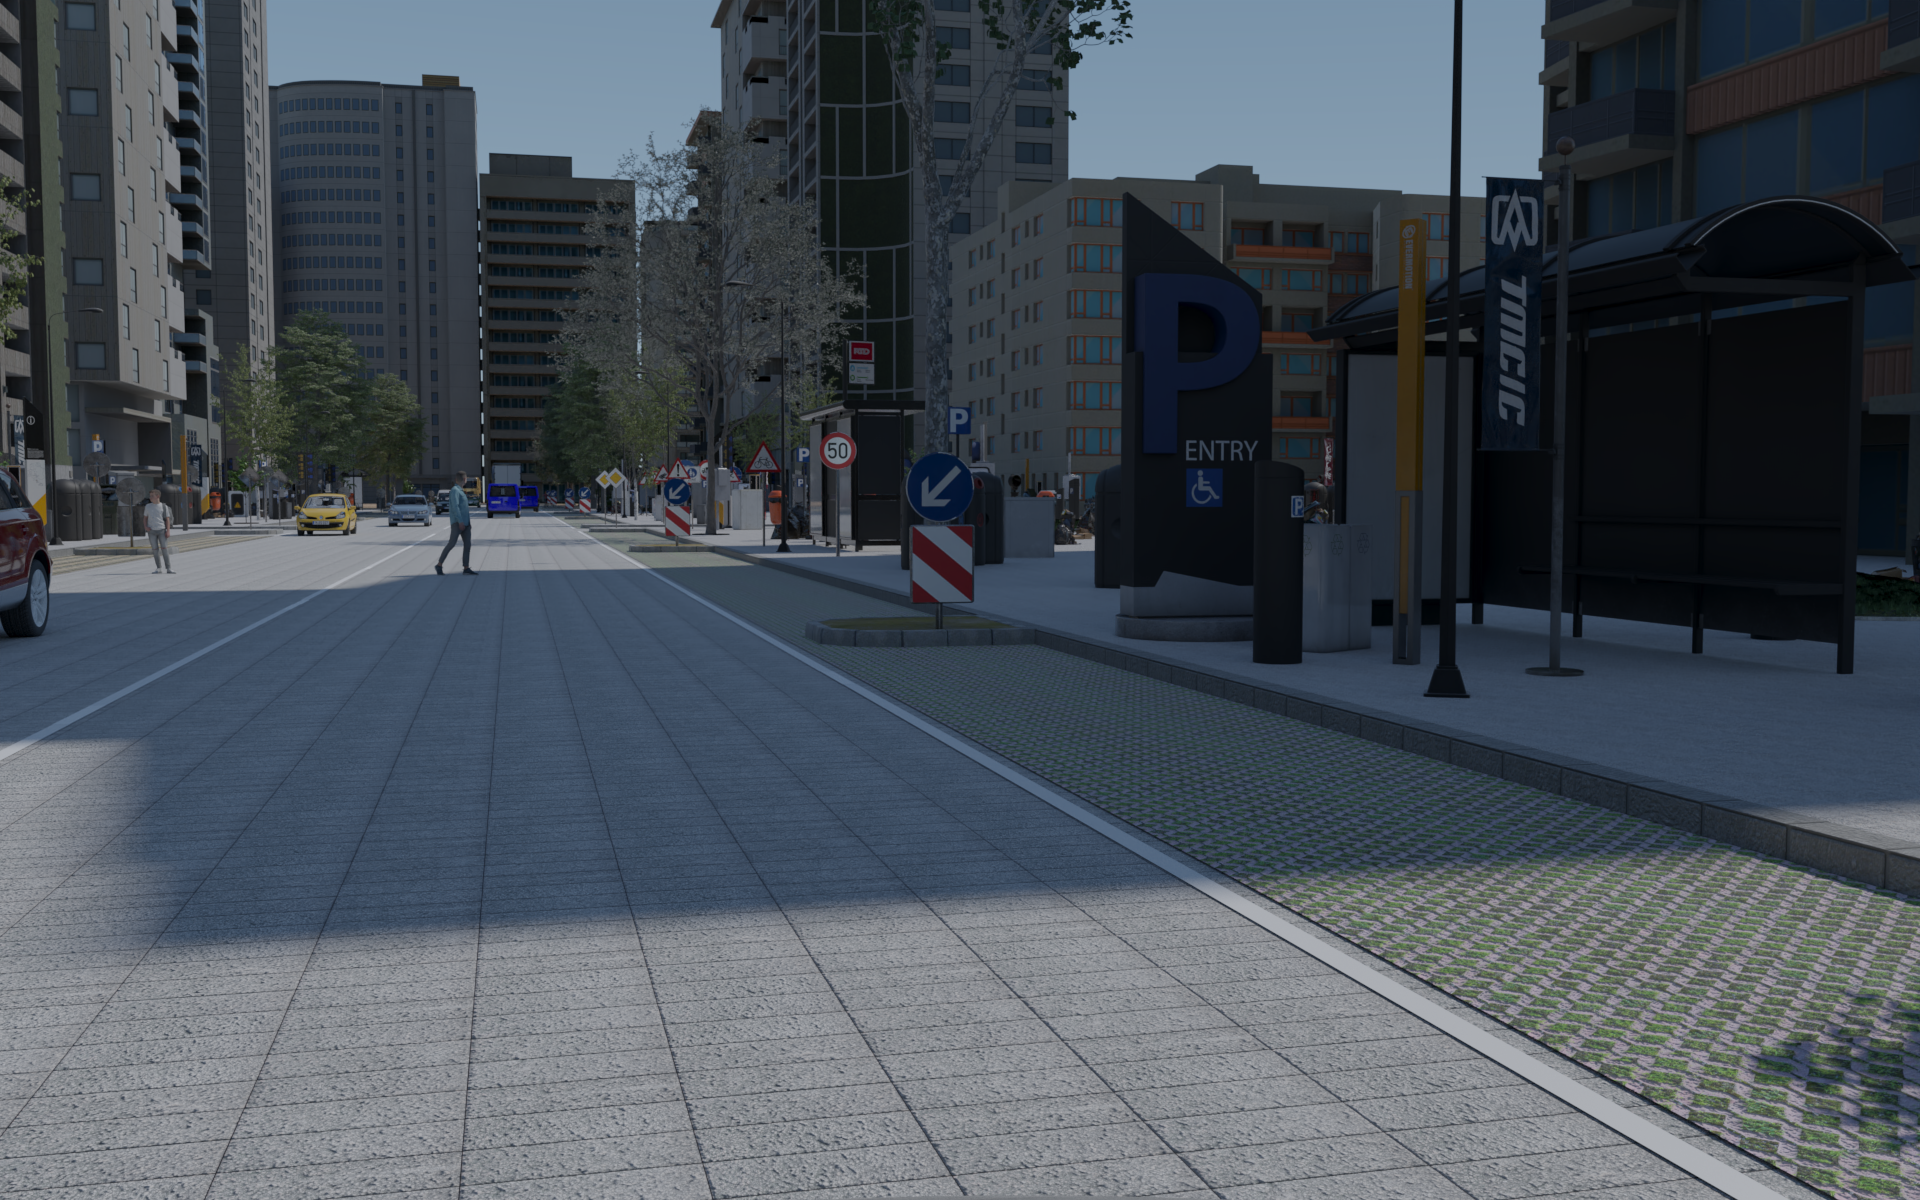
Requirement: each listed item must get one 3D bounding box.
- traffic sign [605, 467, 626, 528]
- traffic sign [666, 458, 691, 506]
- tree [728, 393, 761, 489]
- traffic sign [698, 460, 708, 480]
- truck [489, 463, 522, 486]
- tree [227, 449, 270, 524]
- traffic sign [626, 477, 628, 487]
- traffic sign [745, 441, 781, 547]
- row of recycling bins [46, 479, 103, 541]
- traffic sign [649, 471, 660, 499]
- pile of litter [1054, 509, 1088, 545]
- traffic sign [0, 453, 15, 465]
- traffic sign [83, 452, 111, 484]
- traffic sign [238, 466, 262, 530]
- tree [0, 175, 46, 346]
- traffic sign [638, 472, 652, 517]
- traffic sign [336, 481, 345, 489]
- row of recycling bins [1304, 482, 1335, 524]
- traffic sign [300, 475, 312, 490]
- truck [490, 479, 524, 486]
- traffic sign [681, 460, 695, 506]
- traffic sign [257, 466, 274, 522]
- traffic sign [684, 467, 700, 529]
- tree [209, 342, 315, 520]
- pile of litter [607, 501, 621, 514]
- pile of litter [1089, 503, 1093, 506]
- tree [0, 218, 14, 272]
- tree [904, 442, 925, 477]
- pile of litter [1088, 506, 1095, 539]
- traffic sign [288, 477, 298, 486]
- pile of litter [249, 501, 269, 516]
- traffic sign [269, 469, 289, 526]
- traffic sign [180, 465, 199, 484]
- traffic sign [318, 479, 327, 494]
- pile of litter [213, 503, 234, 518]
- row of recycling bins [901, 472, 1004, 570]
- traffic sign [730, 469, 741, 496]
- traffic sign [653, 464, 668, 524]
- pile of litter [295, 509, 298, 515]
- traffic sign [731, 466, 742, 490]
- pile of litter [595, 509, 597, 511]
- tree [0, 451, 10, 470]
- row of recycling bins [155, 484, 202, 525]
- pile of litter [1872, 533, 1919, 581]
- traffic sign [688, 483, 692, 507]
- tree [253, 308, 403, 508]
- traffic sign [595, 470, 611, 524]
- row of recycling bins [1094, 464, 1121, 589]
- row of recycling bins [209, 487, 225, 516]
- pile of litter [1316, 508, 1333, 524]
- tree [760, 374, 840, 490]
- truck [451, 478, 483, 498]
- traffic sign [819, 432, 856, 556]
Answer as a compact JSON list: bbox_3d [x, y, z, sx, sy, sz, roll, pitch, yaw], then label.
[{"bbox_3d":[-12.984,-3.775,65.364,0.795,2.450,0.064,-1,4,-14],"label":"traffic sign"},{"bbox_3d":[-10.028,-3.772,61.676,0.884,2.594,0.081,0,4,-7],"label":"traffic sign"},{"bbox_3d":[-14.163,-10.455,121.304,4.737,8.622,4.395,0,3,0],"label":"tree"},{"bbox_3d":[-9.330,-3.914,64.096,0.768,2.556,0.104,-1,4,-10],"label":"traffic sign"},{"bbox_3d":[-42.470,-10.588,162.030,2.839,4.237,11.283,-1,4,-16],"label":"truck"},{"bbox_3d":[-30.950,-4.906,74.814,1.663,3.219,1.824,0,3,0],"label":"tree"},{"bbox_3d":[-25.381,-8.027,131.339,0.768,2.556,0.104,-1,4,-11],"label":"traffic sign"},{"bbox_3d":[-4.798,-2.588,42.312,0.884,2.594,0.081,-1,4,-13],"label":"traffic sign"},{"bbox_3d":[-24.732,-2.531,48.496,1.069,1.692,3.534,-1,4,-15],"label":"row of recycling bins"},{"bbox_3d":[-16.437,-5.715,93.547,0.768,2.556,0.104,-1,4,-10],"label":"traffic sign"},{"bbox_3d":[2.193,-1.839,44.040,1.719,0.858,1.176,2,4,23],"label":"pile of litter"},{"bbox_3d":[-29.378,-3.260,53.412,0.768,2.556,0.104,-1,4,-8],"label":"traffic sign"},{"bbox_3d":[-25.946,-3.180,52.105,0.768,2.556,0.104,-1,4,-12],"label":"traffic sign"},{"bbox_3d":[-25.475,-3.580,62.171,0.795,2.450,0.064,-1,4,-14],"label":"traffic sign"},{"bbox_3d":[-20.976,-5.210,35.541,4.737,8.622,4.395,0,3,0],"label":"tree"},{"bbox_3d":[-17.891,-6.040,98.753,0.884,2.594,0.081,0,4,-7],"label":"traffic sign"},{"bbox_3d":[-48.450,-8.156,135.477,0.606,2.300,0.079,-1,4,-9],"label":"traffic sign"},{"bbox_3d":[13.569,-3.255,60.334,3.534,1.692,1.069,-1,4,-17],"label":"row of recycling bins"},{"bbox_3d":[-43.601,-7.056,115.476,0.768,2.556,0.104,-1,4,-12],"label":"traffic sign"},{"bbox_3d":[-47.005,-11.218,179.335,3.469,3.379,9.791,-1,4,-13],"label":"truck"},{"bbox_3d":[-10.164,-3.917,64.150,0.768,2.556,0.104,-1,4,-8],"label":"traffic sign"},{"bbox_3d":[-31.526,-4.802,78.624,0.768,2.556,0.104,-1,4,-12],"label":"traffic sign"},{"bbox_3d":[-9.789,-3.743,63.328,0.606,2.300,0.079,-1,4,-9],"label":"traffic sign"},{"bbox_3d":[-34.113,-8.171,83.956,4.737,8.622,4.395,0,3,0],"label":"tree"},{"bbox_3d":[-22.179,-6.035,112.634,1.719,0.858,1.176,1,4,21],"label":"pile of litter"},{"bbox_3d":[6.046,-4.073,80.566,1.719,0.858,1.176,0,4,-6],"label":"pile of litter"},{"bbox_3d":[-18.965,-5.625,26.374,8.767,10.594,7.601,-1,4,-18],"label":"tree"},{"bbox_3d":[-1.208,-4.186,63.040,1.663,3.219,1.824,0,3,0],"label":"tree"},{"bbox_3d":[3.334,-2.176,49.544,1.176,0.858,1.719,2,4,33],"label":"pile of litter"},{"bbox_3d":[-49.561,-7.867,128.729,0.768,2.556,0.104,-1,4,-9],"label":"traffic sign"},{"bbox_3d":[-41.362,-5.390,102.087,1.176,0.858,1.719,0,4,-4],"label":"pile of litter"},{"bbox_3d":[-27.472,-4.053,69.903,0.795,2.450,0.064,-1,4,-14],"label":"traffic sign"},{"bbox_3d":[-33.836,-4.647,76.079,0.768,2.556,0.104,0,4,-7],"label":"traffic sign"},{"bbox_3d":[-49.467,-8.136,134.211,0.795,2.450,0.064,-1,4,-10],"label":"traffic sign"},{"bbox_3d":[-39.829,-4.856,93.357,1.176,0.858,1.719,1,4,18],"label":"pile of litter"},{"bbox_3d":[-0.140,-1.443,30.701,1.069,1.692,3.534,1,4,21],"label":"row of recycling bins"},{"bbox_3d":[-10.143,-4.687,76.638,0.884,2.594,0.081,-1,4,-10],"label":"traffic sign"},{"bbox_3d":[-12.780,-4.565,74.647,0.884,2.594,0.081,-1,4,-13],"label":"traffic sign"},{"bbox_3d":[-42.027,-5.725,107.563,1.719,0.858,1.176,1,4,20],"label":"pile of litter"},{"bbox_3d":[-10.429,-4.873,79.773,0.768,2.556,0.104,0,4,-6],"label":"traffic sign"},{"bbox_3d":[-27.355,-7.258,132.626,1.176,0.858,1.719,2,4,33],"label":"pile of litter"},{"bbox_3d":[-45.483,-5.387,82.671,1.663,3.219,1.824,0,3,0],"label":"tree"},{"bbox_3d":[-32.839,-4.011,72.698,1.069,1.692,3.534,0,4,-4],"label":"row of recycling bins"},{"bbox_3d":[12.589,-0.548,22.933,1.719,0.858,1.176,0,4,-5],"label":"pile of litter"},{"bbox_3d":[-15.516,-6.128,100.299,0.768,2.556,0.104,-1,4,-13],"label":"traffic sign"},{"bbox_3d":[-39.049,-11.485,105.909,7.486,12.596,7.792,0,3,0],"label":"tree"},{"bbox_3d":[-14.981,-4.248,73.096,0.795,2.450,0.064,-1,4,-14],"label":"traffic sign"},{"bbox_3d":[3.203,-1.076,24.706,3.534,1.692,1.069,-3,5,-44],"label":"row of recycling bins"},{"bbox_3d":[-44.022,-5.773,101.497,1.069,1.692,3.534,1,4,22],"label":"row of recycling bins"},{"bbox_3d":[10.854,-2.349,52.374,1.719,0.858,1.176,1,4,17],"label":"pile of litter"},{"bbox_3d":[-8.542,-9.312,102.607,4.737,8.622,4.395,0,3,0],"label":"tree"},{"bbox_3d":[-57.967,-12.737,204.166,3.469,3.379,9.791,-1,4,-14],"label":"truck"},{"bbox_3d":[-2.509,-2.169,35.568,0.768,2.556,0.104,0,4,-5],"label":"traffic sign"}]
